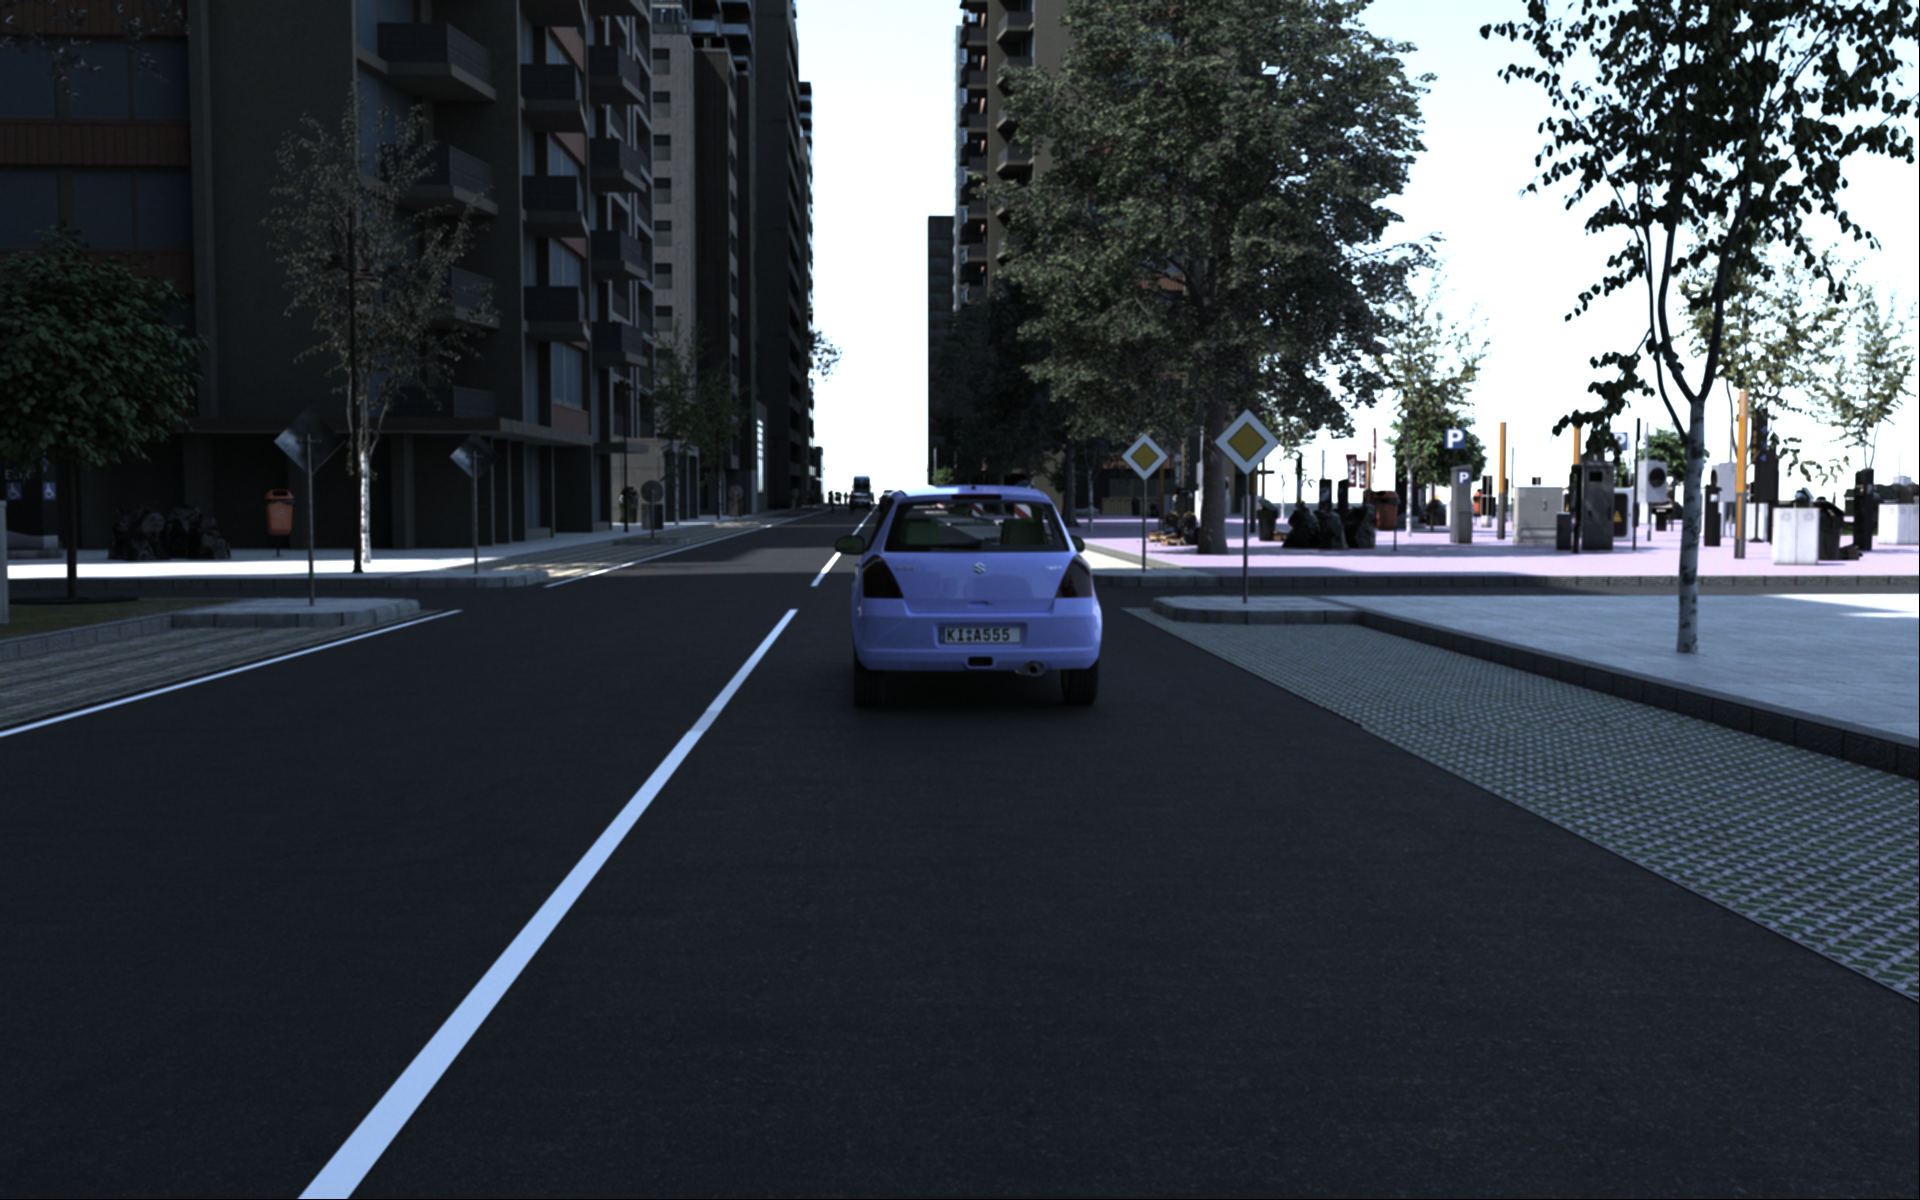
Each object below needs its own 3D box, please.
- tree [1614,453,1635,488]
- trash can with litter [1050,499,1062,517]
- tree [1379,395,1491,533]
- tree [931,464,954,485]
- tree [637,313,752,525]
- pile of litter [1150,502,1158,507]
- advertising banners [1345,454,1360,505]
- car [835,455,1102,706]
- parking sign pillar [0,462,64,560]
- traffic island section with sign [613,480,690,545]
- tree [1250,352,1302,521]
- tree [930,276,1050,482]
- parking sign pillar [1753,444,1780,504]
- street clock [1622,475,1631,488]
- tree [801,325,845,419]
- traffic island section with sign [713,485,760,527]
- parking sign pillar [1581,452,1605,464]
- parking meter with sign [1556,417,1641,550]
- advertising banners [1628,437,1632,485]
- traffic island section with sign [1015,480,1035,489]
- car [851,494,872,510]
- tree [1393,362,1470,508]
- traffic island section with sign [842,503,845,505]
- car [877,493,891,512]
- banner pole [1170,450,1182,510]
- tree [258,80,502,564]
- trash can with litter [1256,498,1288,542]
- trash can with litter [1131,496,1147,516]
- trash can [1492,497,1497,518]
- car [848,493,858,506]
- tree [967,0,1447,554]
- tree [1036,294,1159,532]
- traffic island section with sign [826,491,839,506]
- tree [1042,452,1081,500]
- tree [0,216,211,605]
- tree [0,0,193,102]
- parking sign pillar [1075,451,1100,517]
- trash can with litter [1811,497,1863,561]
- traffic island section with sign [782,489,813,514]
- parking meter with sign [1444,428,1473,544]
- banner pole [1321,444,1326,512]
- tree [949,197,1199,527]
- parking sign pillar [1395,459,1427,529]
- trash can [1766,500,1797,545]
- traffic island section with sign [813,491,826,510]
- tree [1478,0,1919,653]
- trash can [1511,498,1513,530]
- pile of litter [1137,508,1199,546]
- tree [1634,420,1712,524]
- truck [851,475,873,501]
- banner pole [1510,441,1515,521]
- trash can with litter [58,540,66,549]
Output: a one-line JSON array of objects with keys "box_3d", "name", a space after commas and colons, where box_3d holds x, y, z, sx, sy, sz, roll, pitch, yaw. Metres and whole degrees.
[{"box_3d": [30.290, -5.193, 79.511, 1.663, 3.219, 1.824, 0, 3, 0], "name": "tree"}, {"box_3d": [4.638, -4.510, 85.118, 1.055, 1.170, 0.624, 1, 4, 18], "name": "trash can with litter"}, {"box_3d": [15.623, -4.513, 57.502, 4.285, 4.588, 4.351, 0, 3, 0], "name": "tree"}, {"box_3d": [-1.524, -12.683, 191.077, 4.285, 4.588, 4.351, 0, 3, 0], "name": "tree"}, {"box_3d": [-11.563, -7.417, 71.624, 4.737, 8.622, 4.395, 0, 3, 0], "name": "tree"}, {"box_3d": [10.395, -4.906, 94.181, 1.719, 0.858, 1.176, 0, 4, -3], "name": "pile of litter"}, {"box_3d": [17.713, -4.821, 75.009, 2.074, 3.025, 0.090, 1, 4, 9], "name": "advertising banners"}, {"box_3d": [0.024, -0.212, 13.060, 1.945, 1.707, 3.694, 0, 4, -4], "name": "car"}, {"box_3d": [-18.714, -2.814, 34.479, 1.447, 3.967, 1.447, 1, 4, 11], "name": "parking sign pillar"}, {"box_3d": [-8.729, -2.480, 49.179, 1.989, 1.847, 2.006, 0, 4, -2], "name": "traffic island section with sign"}, {"box_3d": [15.443, -8.041, 81.830, 4.737, 8.622, 4.395, 0, 3, 0], "name": "tree"}, {"box_3d": [3.597, -10.880, 88.265, 12.009, 13.543, 11.850, 0, 3, 0], "name": "tree"}, {"box_3d": [43.556, -6.426, 93.541, 1.447, 3.967, 1.447, -2, 4, -26], "name": "parking sign pillar"}, {"box_3d": [25.208, -3.729, 65.537, 0.358, 2.002, 0.471, 0, 4, 7], "name": "street clock"}, {"box_3d": [-18.782, -19.720, 178.308, 12.611, 20.169, 13.585, 0, 3, 0], "name": "tree"}, {"box_3d": [-9.909, -4.175, 76.883, 1.989, 1.847, 2.006, 0, 4, -2], "name": "traffic island section with sign"}, {"box_3d": [31.048, -5.914, 85.161, 1.447, 3.967, 1.447, 3, 4, 38], "name": "parking sign pillar"}, {"box_3d": [14.597, -2.655, 39.664, 1.738, 3.016, 0.543, 1, 4, 15], "name": "parking meter with sign"}, {"box_3d": [20.049, -3.426, 52.207, 0.090, 3.025, 2.074, 2, 4, 30], "name": "advertising banners"}, {"box_3d": [1.728, -2.603, 51.191, 1.989, 1.847, 2.006, 0, 4, -2], "name": "traffic island section with sign"}, {"box_3d": [-9.027, -9.052, 157.779, 2.009, 1.686, 4.222, 0, 4, -1], "name": "car"}, {"box_3d": [25.515, -8.844, 94.959, 4.360, 8.622, 3.978, 0, 3, 0], "name": "tree"}, {"box_3d": [-16.710, -13.930, 236.386, 1.989, 1.847, 2.006, 0, 4, -2], "name": "traffic island section with sign"}, {"box_3d": [-5.758, -8.145, 142.210, 2.155, 1.783, 4.494, 0, 4, -2], "name": "car"}, {"box_3d": [11.310, -6.182, 91.091, 0.863, 3.779, 0.401, -1, 4, -18], "name": "banner pole"}, {"box_3d": [-10.818, -4.990, 31.957, 4.360, 8.622, 3.978, 0, 3, 0], "name": "tree"}, {"box_3d": [8.528, -2.168, 46.838, 0.624, 1.170, 1.055, -3, 5, -39], "name": "trash can with litter"}, {"box_3d": [10.543, -5.508, 101.444, 1.055, 1.170, 0.624, 0, 4, -2], "name": "trash can with litter"}, {"box_3d": [28.693, -5.020, 93.738, 0.748, 1.137, 0.748, 0, 3, 0], "name": "trash can"}, {"box_3d": [-11.583, -11.261, 193.713, 1.945, 1.707, 3.694, 0, 4, -1], "name": "car"}, {"box_3d": [5.314, -7.960, 36.805, 9.857, 13.997, 8.962, 0, 3, 0], "name": "tree"}, {"box_3d": [4.457, -6.588, 58.078, 4.360, 8.622, 3.978, 0, 3, 0], "name": "tree"}, {"box_3d": [-15.529, -12.230, 208.587, 1.989, 1.847, 2.006, 0, 4, -2], "name": "traffic island section with sign"}, {"box_3d": [4.706, -5.080, 77.659, 1.663, 3.219, 1.824, 0, 3, 0], "name": "tree"}, {"box_3d": [-10.712, -2.255, 20.585, 4.285, 4.588, 4.351, 0, 3, 0], "name": "tree"}, {"box_3d": [-10.249, -6.147, 10.878, 12.009, 13.543, 11.850, 0, 3, 0], "name": "tree"}, {"box_3d": [7.079, -6.611, 96.569, 1.447, 3.967, 1.447, -1, 4, -9], "name": "parking sign pillar"}, {"box_3d": [16.943, -1.357, 33.579, 1.055, 1.170, 0.624, -1, 4, -22], "name": "trash can with litter"}, {"box_3d": [-12.087, -7.291, 127.839, 1.989, 1.847, 2.006, 0, 4, -2], "name": "traffic island section with sign"}, {"box_3d": [13.067, -2.996, 45.238, 0.543, 3.016, 1.738, 0, 4, 5], "name": "parking meter with sign"}, {"box_3d": [18.021, -5.869, 85.977, 0.401, 3.779, 0.863, 2, 4, 27], "name": "banner pole"}, {"box_3d": [4.352, -9.190, 67.272, 9.611, 12.733, 9.660, 0, 3, 0], "name": "tree"}, {"box_3d": [16.721, -4.668, 64.798, 1.447, 3.967, 1.447, -1, 4, -8], "name": "parking sign pillar"}, {"box_3d": [20.699, -1.959, 43.687, 0.748, 1.137, 0.748, 0, 3, 0], "name": "trash can"}, {"box_3d": [-13.237, -8.938, 154.770, 1.989, 1.847, 2.006, 0, 4, -2], "name": "traffic island section with sign"}, {"box_3d": [6.093, -3.889, 13.951, 4.737, 8.622, 4.395, 0, 3, 0], "name": "tree"}, {"box_3d": [18.985, -2.867, 58.521, 0.748, 1.137, 0.748, 0, 3, 0], "name": "trash can"}, {"box_3d": [5.486, -1.800, 43.391, 1.719, 0.858, 1.176, -2, 4, -35], "name": "pile of litter"}, {"box_3d": [30.748, -5.578, 74.918, 4.285, 4.588, 4.351, 0, 3, 0], "name": "tree"}, {"box_3d": [-14.049, -15.734, 247.009, 2.967, 4.110, 18.799, 0, 4, -4], "name": "truck"}, {"box_3d": [26.130, -5.619, 81.883, 0.401, 3.779, 0.863, 2, 4, 27], "name": "banner pole"}, {"box_3d": [-19.668, -1.569, 37.043, 1.055, 1.170, 0.624, -2, 4, -32], "name": "trash can with litter"}]
